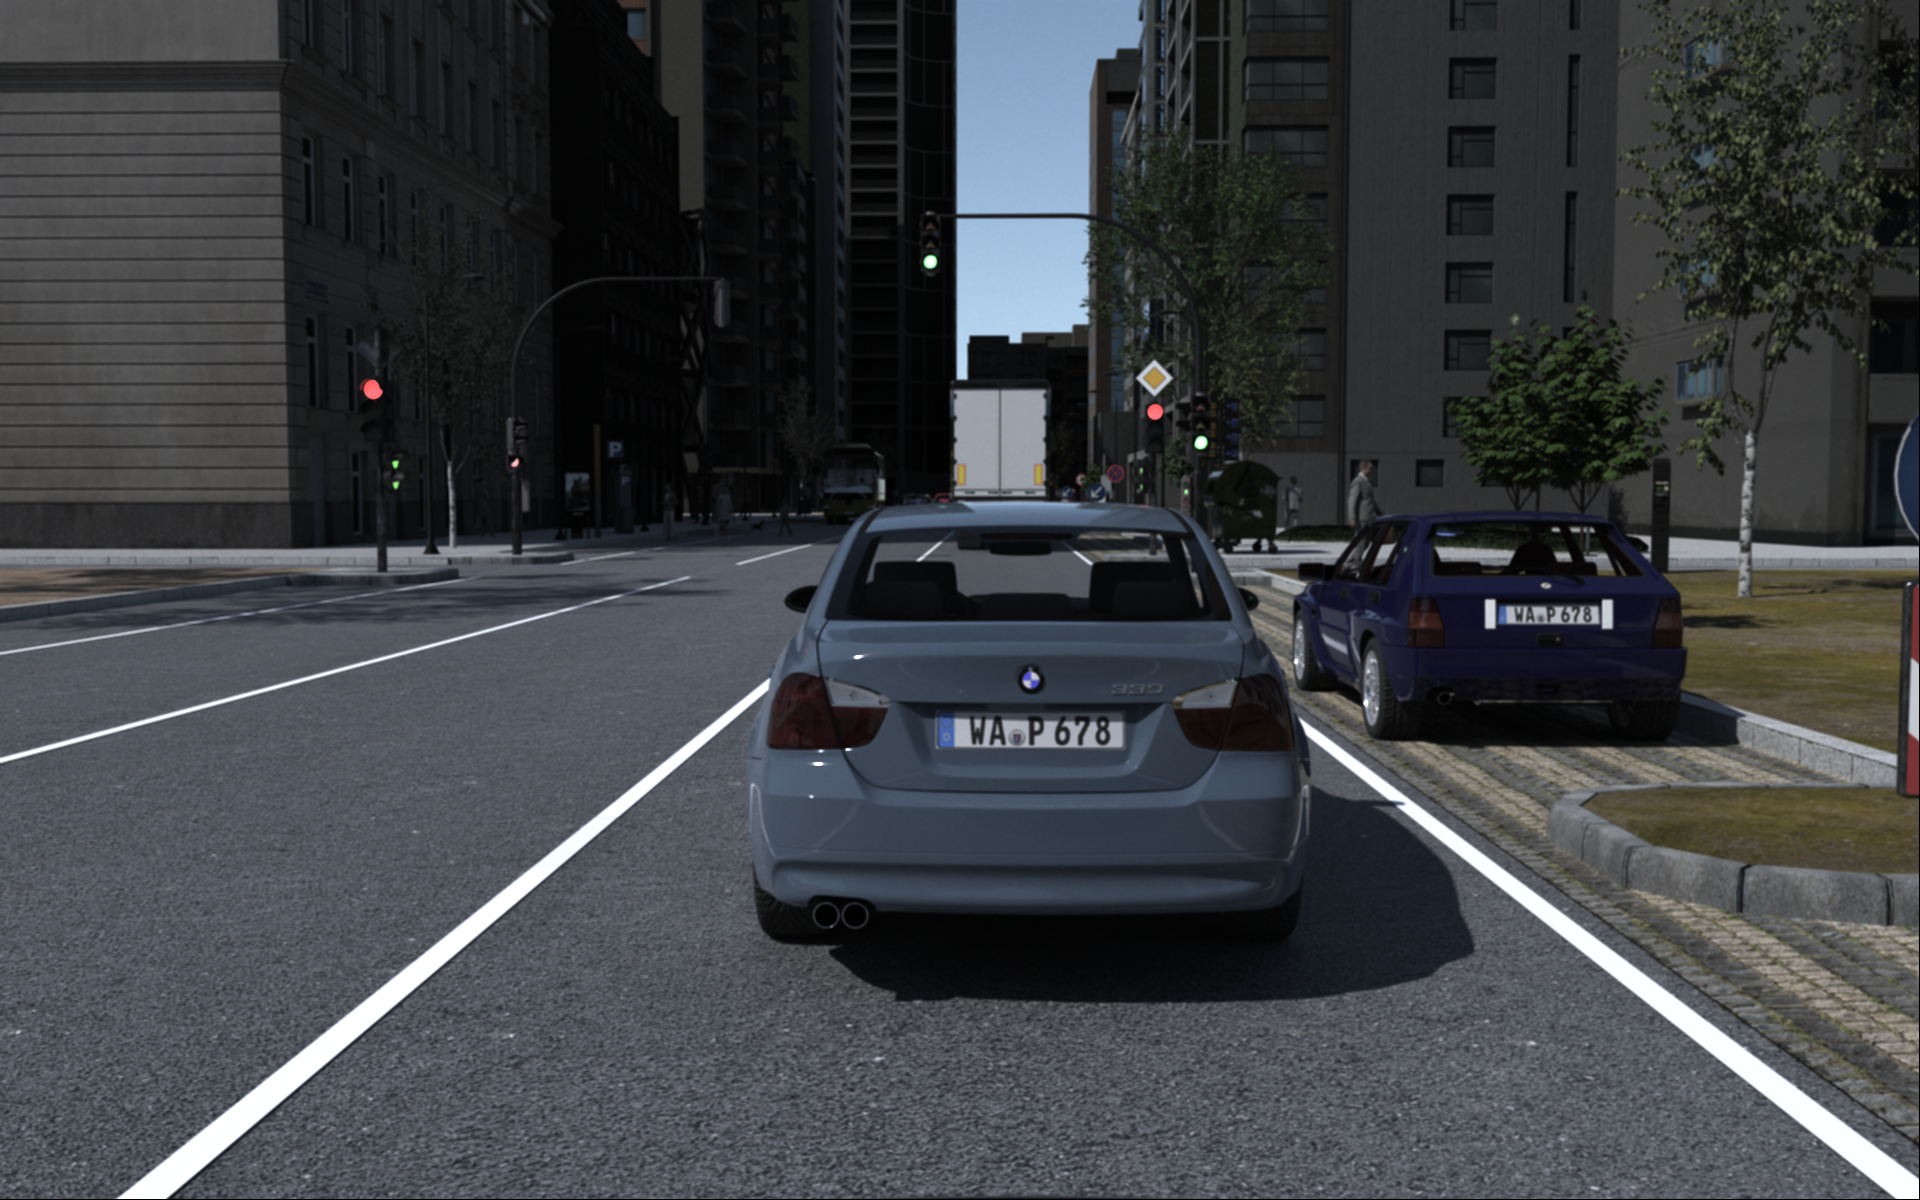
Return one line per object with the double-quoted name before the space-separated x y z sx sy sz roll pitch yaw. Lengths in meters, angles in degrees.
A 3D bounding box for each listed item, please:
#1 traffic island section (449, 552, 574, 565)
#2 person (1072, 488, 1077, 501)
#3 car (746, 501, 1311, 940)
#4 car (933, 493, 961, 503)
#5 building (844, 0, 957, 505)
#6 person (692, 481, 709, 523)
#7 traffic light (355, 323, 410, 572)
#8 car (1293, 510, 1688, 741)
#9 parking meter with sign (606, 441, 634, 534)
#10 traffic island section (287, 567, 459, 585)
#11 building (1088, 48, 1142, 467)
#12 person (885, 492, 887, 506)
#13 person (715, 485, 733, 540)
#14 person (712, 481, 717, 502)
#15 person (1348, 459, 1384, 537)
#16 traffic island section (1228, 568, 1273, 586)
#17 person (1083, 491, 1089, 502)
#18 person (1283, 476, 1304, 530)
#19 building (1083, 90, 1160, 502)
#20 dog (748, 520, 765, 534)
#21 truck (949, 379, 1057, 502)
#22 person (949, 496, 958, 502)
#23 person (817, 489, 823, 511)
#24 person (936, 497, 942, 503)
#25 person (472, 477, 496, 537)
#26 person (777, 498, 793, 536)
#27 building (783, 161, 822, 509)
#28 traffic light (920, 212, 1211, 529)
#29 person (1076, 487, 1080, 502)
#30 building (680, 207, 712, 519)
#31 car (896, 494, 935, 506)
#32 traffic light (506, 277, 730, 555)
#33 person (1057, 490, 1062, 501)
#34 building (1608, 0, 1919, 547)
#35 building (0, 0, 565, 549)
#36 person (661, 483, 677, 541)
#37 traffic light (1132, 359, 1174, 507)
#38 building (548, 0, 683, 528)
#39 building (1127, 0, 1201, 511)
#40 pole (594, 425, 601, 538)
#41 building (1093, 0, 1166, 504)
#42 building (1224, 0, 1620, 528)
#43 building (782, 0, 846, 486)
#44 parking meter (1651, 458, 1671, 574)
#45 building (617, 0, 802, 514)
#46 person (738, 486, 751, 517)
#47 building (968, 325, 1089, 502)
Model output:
"traffic island section" -9.371 -0.875 36.588 2.009 0.180 2.903 0 4 1
"person" 8.265 -7.225 125.094 0.541 1.710 0.530 -3 4 -38
"car" 0.246 0.314 6.872 2.014 1.417 4.499 0 4 1
"car" -0.994 -6.702 118.622 2.155 1.783 4.494 0 4 1
"building" -10.886 -47.029 207.177 20.611 71.187 20.563 0 4 1
"person" -11.467 -4.310 76.422 0.836 1.842 0.656 -2 4 -29
"traffic light" -9.515 -2.419 28.469 0.839 4.253 0.868 0 4 1
"car" 3.281 0.073 11.379 1.945 1.354 3.894 0 4 2
"parking meter with sign" -11.010 -3.679 56.416 0.543 3.016 1.738 -2 4 -26
"traffic island section" -9.554 -0.387 28.605 2.009 0.180 2.903 0 4 1
"building" 20.348 -32.148 175.734 14.600 45.320 14.200 0 4 1
"person" -8.239 -11.142 188.355 0.705 1.807 1.348 -2 4 -25
"person" -7.468 -2.771 54.554 0.760 1.731 0.466 2 4 34
"person" -11.977 -4.886 85.285 0.474 1.900 0.648 -2 4 -24
"person" 6.149 -1.234 26.337 0.853 1.813 0.709 2 4 29
"traffic island section" 3.883 -0.368 28.293 2.009 0.180 2.903 0 4 1
"person" 9.703 -7.700 132.863 0.541 1.710 0.530 0 4 4
"person" 9.781 -2.736 50.981 0.606 1.804 0.583 0 4 -4
"building" 27.650 -28.427 156.657 32.217 40.220 23.993 0 4 1
"dog" -7.347 -2.651 62.636 0.540 0.507 0.406 -1 4 -19
"truck" 1.277 -3.614 48.005 2.839 4.237 11.283 0 4 3
"person" -0.314 -3.602 68.226 0.643 1.720 0.563 2 4 24
"person" -10.337 -7.502 129.641 0.756 1.711 0.436 -1 4 -9
"person" -0.978 -4.294 82.986 0.425 1.301 0.394 -2 4 -31
"person" -14.252 -2.780 51.837 0.599 1.781 0.374 1 4 11
"person" -5.982 -2.847 59.324 0.475 1.303 0.640 3 5 40
"building" -19.558 -23.020 148.074 14.160 30.474 14.107 0 4 1
"traffic light" 1.750 -3.267 28.086 4.771 5.953 1.251 0 4 1
"person" 9.203 -7.966 136.317 1.348 1.821 0.705 -1 4 -15
"building" -21.437 -13.533 88.712 16.820 18.784 16.811 0 4 1
"car" -1.835 -3.979 75.285 2.015 1.641 3.980 0 4 3
"traffic light" -7.238 -3.778 36.440 4.771 5.953 1.251 0 4 1
"person" 10.214 -10.430 176.586 0.705 1.823 1.348 -2 4 -31
"building" 31.565 -26.106 50.533 21.600 48.544 21.300 0 4 1
"building" -20.914 -15.562 51.705 12.463 27.353 25.104 0 4 1
"person" -8.888 -2.674 52.769 0.519 1.759 0.362 2 4 30
"traffic light" 4.027 -2.889 36.163 0.839 4.253 0.868 0 4 1
"building" -19.244 -14.835 72.224 12.332 23.373 15.834 0 4 1
"building" 20.435 -40.209 95.666 20.563 71.187 20.611 0 4 1
"pole" -10.663 -3.491 50.925 0.158 3.312 0.155 0 3 0
"building" 22.022 -49.862 127.920 22.319 86.520 31.000 0 4 1
"building" 17.887 -18.345 71.649 14.160 30.474 14.107 0 4 1
"building" -25.969 -38.688 174.552 28.212 58.520 21.231 0 4 1
"parking meter" 11.356 -1.367 28.069 0.255 1.863 0.399 1 4 20
"building" -23.439 -28.820 125.826 22.147 44.769 28.867 0 4 1
"person" -12.316 -5.666 99.080 0.834 1.777 0.661 1 4 21
"building" 15.625 -22.450 212.093 28.899 21.520 27.650 0 4 1
